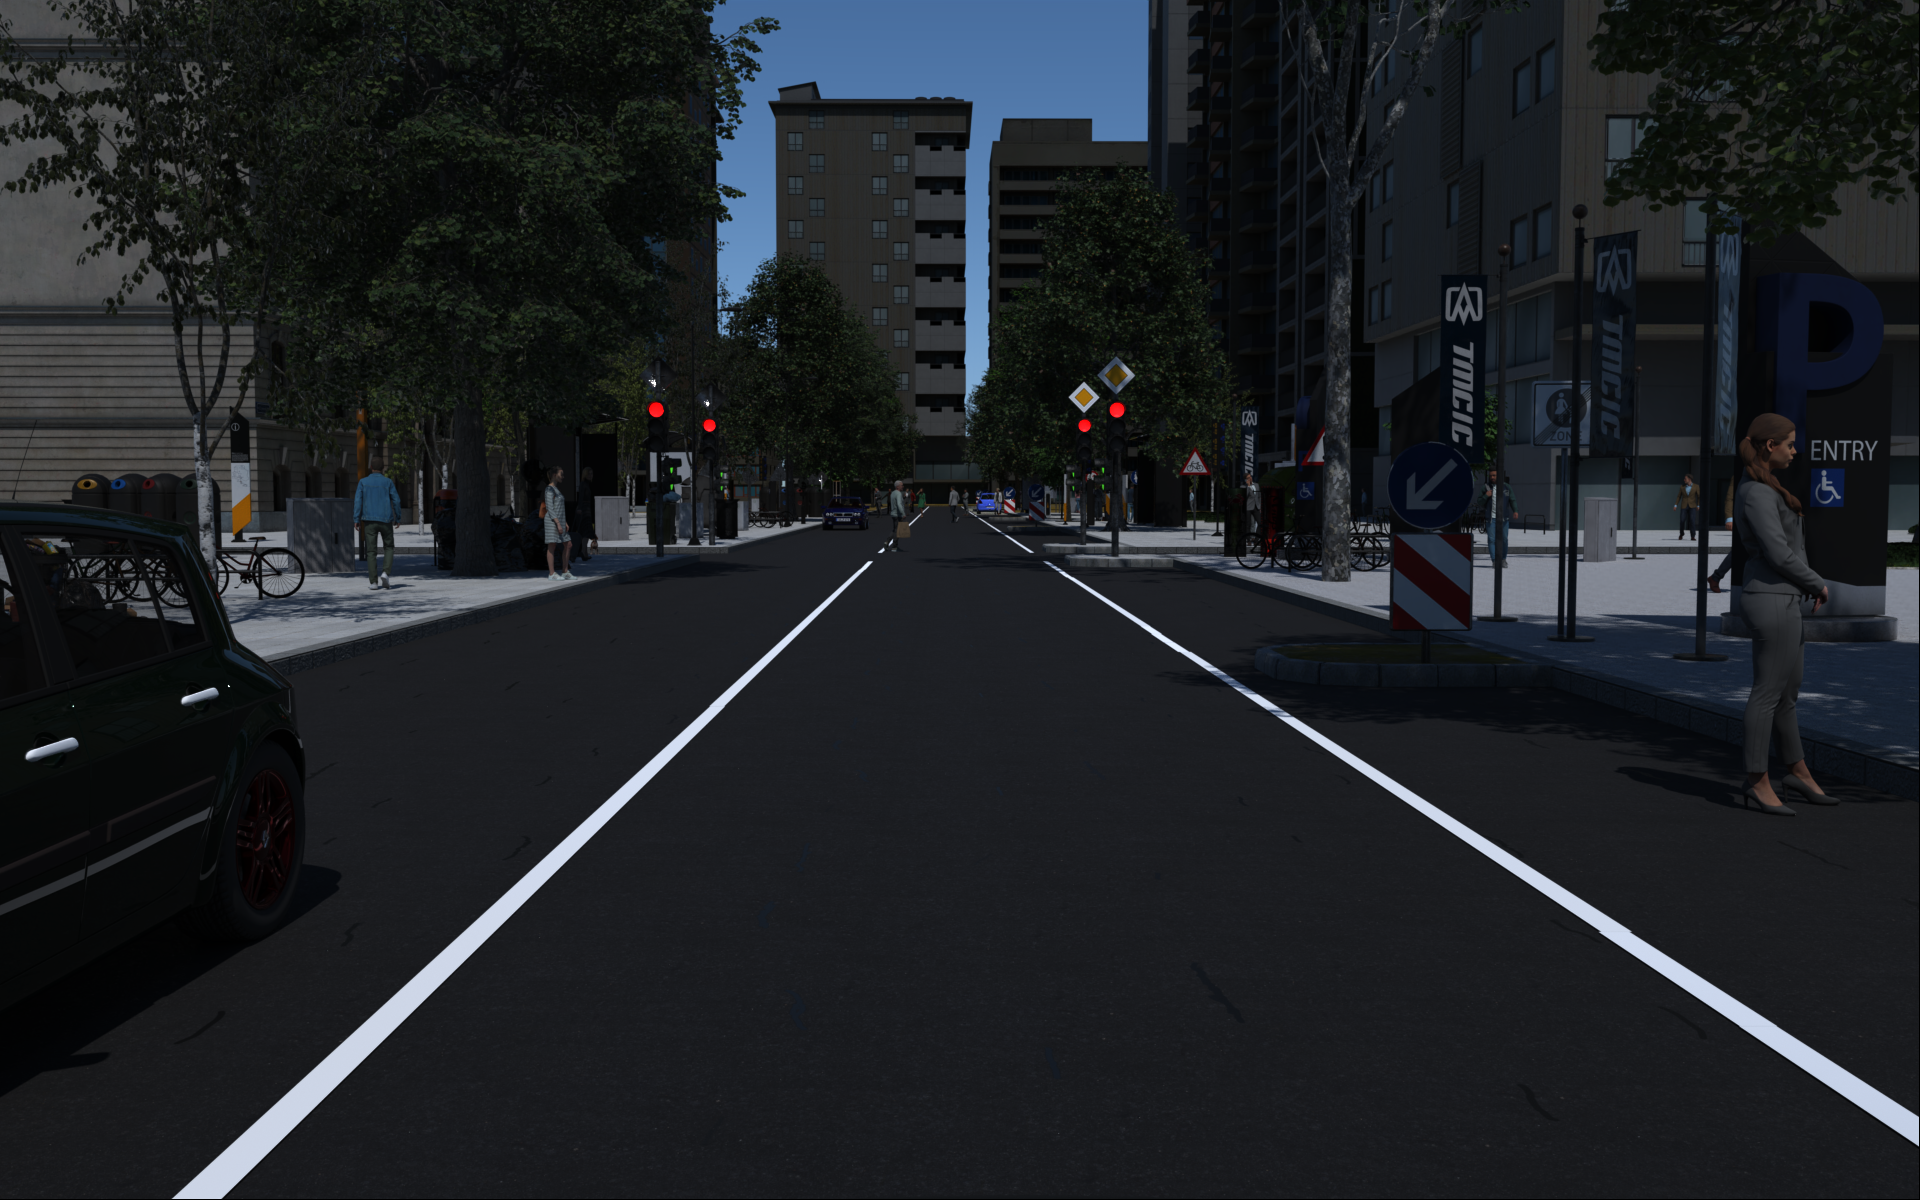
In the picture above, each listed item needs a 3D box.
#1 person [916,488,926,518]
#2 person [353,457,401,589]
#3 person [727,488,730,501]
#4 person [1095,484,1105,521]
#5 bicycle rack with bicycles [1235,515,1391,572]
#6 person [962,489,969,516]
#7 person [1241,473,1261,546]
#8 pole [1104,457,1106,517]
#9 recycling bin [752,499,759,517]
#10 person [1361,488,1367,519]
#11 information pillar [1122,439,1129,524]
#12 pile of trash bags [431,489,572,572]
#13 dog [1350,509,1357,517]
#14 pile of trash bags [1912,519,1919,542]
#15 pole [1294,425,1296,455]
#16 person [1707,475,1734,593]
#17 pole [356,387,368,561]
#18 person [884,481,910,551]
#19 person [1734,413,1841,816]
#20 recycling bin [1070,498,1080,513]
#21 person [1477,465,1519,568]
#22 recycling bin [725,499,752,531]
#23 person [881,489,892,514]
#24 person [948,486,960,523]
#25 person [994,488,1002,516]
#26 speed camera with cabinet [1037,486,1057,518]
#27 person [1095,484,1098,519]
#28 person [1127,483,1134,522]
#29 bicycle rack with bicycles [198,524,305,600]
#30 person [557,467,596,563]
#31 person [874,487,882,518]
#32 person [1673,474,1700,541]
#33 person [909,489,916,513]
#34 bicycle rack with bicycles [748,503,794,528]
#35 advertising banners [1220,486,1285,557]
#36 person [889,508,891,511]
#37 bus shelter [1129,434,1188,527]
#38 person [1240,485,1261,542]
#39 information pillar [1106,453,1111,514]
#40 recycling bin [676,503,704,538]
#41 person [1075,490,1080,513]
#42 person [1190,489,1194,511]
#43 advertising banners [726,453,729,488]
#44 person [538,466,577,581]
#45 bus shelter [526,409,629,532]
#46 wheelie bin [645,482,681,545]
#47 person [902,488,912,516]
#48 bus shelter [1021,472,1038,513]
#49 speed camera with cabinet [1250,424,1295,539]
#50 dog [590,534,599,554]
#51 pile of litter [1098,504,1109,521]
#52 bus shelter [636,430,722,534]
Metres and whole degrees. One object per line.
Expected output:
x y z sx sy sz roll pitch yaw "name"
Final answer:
-2.318 -5.897 105.160 0.600 1.795 0.529 1 4 20 "person"
-7.801 -1.029 23.204 0.601 1.785 0.444 -1 4 -15 "person"
-12.859 -5.475 95.654 0.778 1.811 0.616 3 5 39 "person"
6.694 -4.714 83.543 0.576 1.772 0.534 -1 4 -13 "person"
6.141 -0.977 29.353 2.925 0.926 2.852 0 4 2 "bicycle rack with bicycles"
0.334 -6.521 115.296 0.466 1.800 0.511 -3 5 -44 "person"
7.212 -2.229 42.669 0.592 1.802 0.473 0 4 -5 "person"
7.973 -6.147 94.344 0.158 3.312 0.155 0 3 0 "pole"
-11.334 -5.167 97.029 0.722 1.027 0.722 -1 4 -10 "recycling bin"
21.153 -5.066 90.689 0.330 1.601 0.589 2 4 23 "person"
7.102 -5.085 74.493 0.183 3.616 0.504 -1 4 -13 "information pillar"
-8.242 -1.236 29.955 1.912 1.369 3.447 -3 5 -42 "pile of trash bags"
20.136 -4.427 89.211 0.540 0.507 0.406 1 4 9 "dog"
26.420 -2.133 44.633 1.912 1.369 3.447 -2 4 -35 "pile of trash bags"
9.978 -3.520 51.390 0.158 3.312 0.155 0 3 0 "pole"
10.088 -1.001 22.312 0.836 1.842 0.656 2 4 31 "person"
-11.450 -2.408 33.219 0.158 3.312 0.155 0 3 0 "pole"
-1.569 -2.088 43.123 0.515 1.767 0.782 -1 4 -23 "person"
3.749 0.061 7.775 0.573 1.790 0.520 0 4 6 "person"
7.995 -6.461 118.185 0.722 1.027 0.722 -2 4 -35 "recycling bin"
9.261 -1.438 29.895 0.623 1.781 0.721 0 4 -1 "person"
-7.860 -2.951 60.801 0.722 1.027 0.722 1 4 9 "recycling bin"
-5.015 -7.042 123.781 1.348 1.807 0.705 0 4 6 "person"
-0.258 -4.785 86.576 0.795 1.843 0.661 3 5 43 "person"
2.511 -6.561 115.649 0.514 1.842 0.818 -1 4 -12 "person"
4.707 -6.115 94.317 0.660 3.252 2.038 1 4 22 "speed camera with cabinet"
6.679 -4.747 84.202 0.519 1.759 0.362 2 4 34 "person"
7.807 -4.440 78.983 0.623 1.781 0.721 -1 4 -20 "person"
-9.415 -0.411 20.101 2.925 0.926 2.852 0 4 -6 "bicycle rack with bicycles"
-7.315 -1.636 33.013 0.699 1.804 1.509 1 4 18 "person"
-4.958 -5.881 104.458 0.447 1.846 0.655 -2 4 -32 "person"
20.163 -2.574 48.033 0.656 1.842 0.836 0 4 1 "person"
-3.613 -7.378 129.060 0.705 1.831 1.348 -2 4 -32 "person"
-7.813 -3.201 65.717 2.925 0.926 2.852 0 4 -3 "bicycle rack with bicycles"
6.328 -2.385 35.178 2.074 3.025 0.090 0 4 1 "advertising banners"
-5.954 -8.350 148.281 0.557 1.426 1.065 -2 4 -32 "person"
7.976 -4.803 69.812 1.731 3.624 6.357 0 4 0 "bus shelter"
7.719 -2.459 46.350 0.694 1.812 0.767 0 4 -1 "person"
6.538 -5.136 75.328 0.183 3.616 0.504 -2 4 -32 "information pillar"
-7.925 -2.337 50.762 0.722 1.027 0.722 -1 4 -17 "recycling bin"
8.031 -6.775 116.829 0.555 1.821 0.388 0 4 2 "person"
15.709 -6.711 117.575 0.330 1.601 0.589 0 4 3 "person"
-10.018 -4.710 73.197 0.090 3.025 2.074 0 4 8 "advertising banners"
-5.998 -1.141 25.708 0.522 1.701 0.512 0 4 1 "person"
-11.024 -3.614 50.368 1.731 3.624 6.357 0 4 0 "bus shelter"
-7.532 -2.197 43.828 0.980 1.594 0.693 0 4 7 "wheelie bin"
-3.578 -6.548 115.515 0.622 1.834 0.822 -2 4 -25 "person"
4.906 -7.272 112.813 2.014 3.302 5.546 0 4 -1 "bus shelter"
8.674 -3.339 48.935 2.038 3.252 0.660 3 4 36 "speed camera with cabinet"
-8.502 -1.285 40.291 0.540 0.507 0.406 3 4 38 "dog"
7.138 -4.148 81.790 1.176 0.858 1.719 -2 4 -29 "pile of litter"
-9.271 -3.901 57.703 2.014 3.302 5.546 0 4 -1 "bus shelter"
